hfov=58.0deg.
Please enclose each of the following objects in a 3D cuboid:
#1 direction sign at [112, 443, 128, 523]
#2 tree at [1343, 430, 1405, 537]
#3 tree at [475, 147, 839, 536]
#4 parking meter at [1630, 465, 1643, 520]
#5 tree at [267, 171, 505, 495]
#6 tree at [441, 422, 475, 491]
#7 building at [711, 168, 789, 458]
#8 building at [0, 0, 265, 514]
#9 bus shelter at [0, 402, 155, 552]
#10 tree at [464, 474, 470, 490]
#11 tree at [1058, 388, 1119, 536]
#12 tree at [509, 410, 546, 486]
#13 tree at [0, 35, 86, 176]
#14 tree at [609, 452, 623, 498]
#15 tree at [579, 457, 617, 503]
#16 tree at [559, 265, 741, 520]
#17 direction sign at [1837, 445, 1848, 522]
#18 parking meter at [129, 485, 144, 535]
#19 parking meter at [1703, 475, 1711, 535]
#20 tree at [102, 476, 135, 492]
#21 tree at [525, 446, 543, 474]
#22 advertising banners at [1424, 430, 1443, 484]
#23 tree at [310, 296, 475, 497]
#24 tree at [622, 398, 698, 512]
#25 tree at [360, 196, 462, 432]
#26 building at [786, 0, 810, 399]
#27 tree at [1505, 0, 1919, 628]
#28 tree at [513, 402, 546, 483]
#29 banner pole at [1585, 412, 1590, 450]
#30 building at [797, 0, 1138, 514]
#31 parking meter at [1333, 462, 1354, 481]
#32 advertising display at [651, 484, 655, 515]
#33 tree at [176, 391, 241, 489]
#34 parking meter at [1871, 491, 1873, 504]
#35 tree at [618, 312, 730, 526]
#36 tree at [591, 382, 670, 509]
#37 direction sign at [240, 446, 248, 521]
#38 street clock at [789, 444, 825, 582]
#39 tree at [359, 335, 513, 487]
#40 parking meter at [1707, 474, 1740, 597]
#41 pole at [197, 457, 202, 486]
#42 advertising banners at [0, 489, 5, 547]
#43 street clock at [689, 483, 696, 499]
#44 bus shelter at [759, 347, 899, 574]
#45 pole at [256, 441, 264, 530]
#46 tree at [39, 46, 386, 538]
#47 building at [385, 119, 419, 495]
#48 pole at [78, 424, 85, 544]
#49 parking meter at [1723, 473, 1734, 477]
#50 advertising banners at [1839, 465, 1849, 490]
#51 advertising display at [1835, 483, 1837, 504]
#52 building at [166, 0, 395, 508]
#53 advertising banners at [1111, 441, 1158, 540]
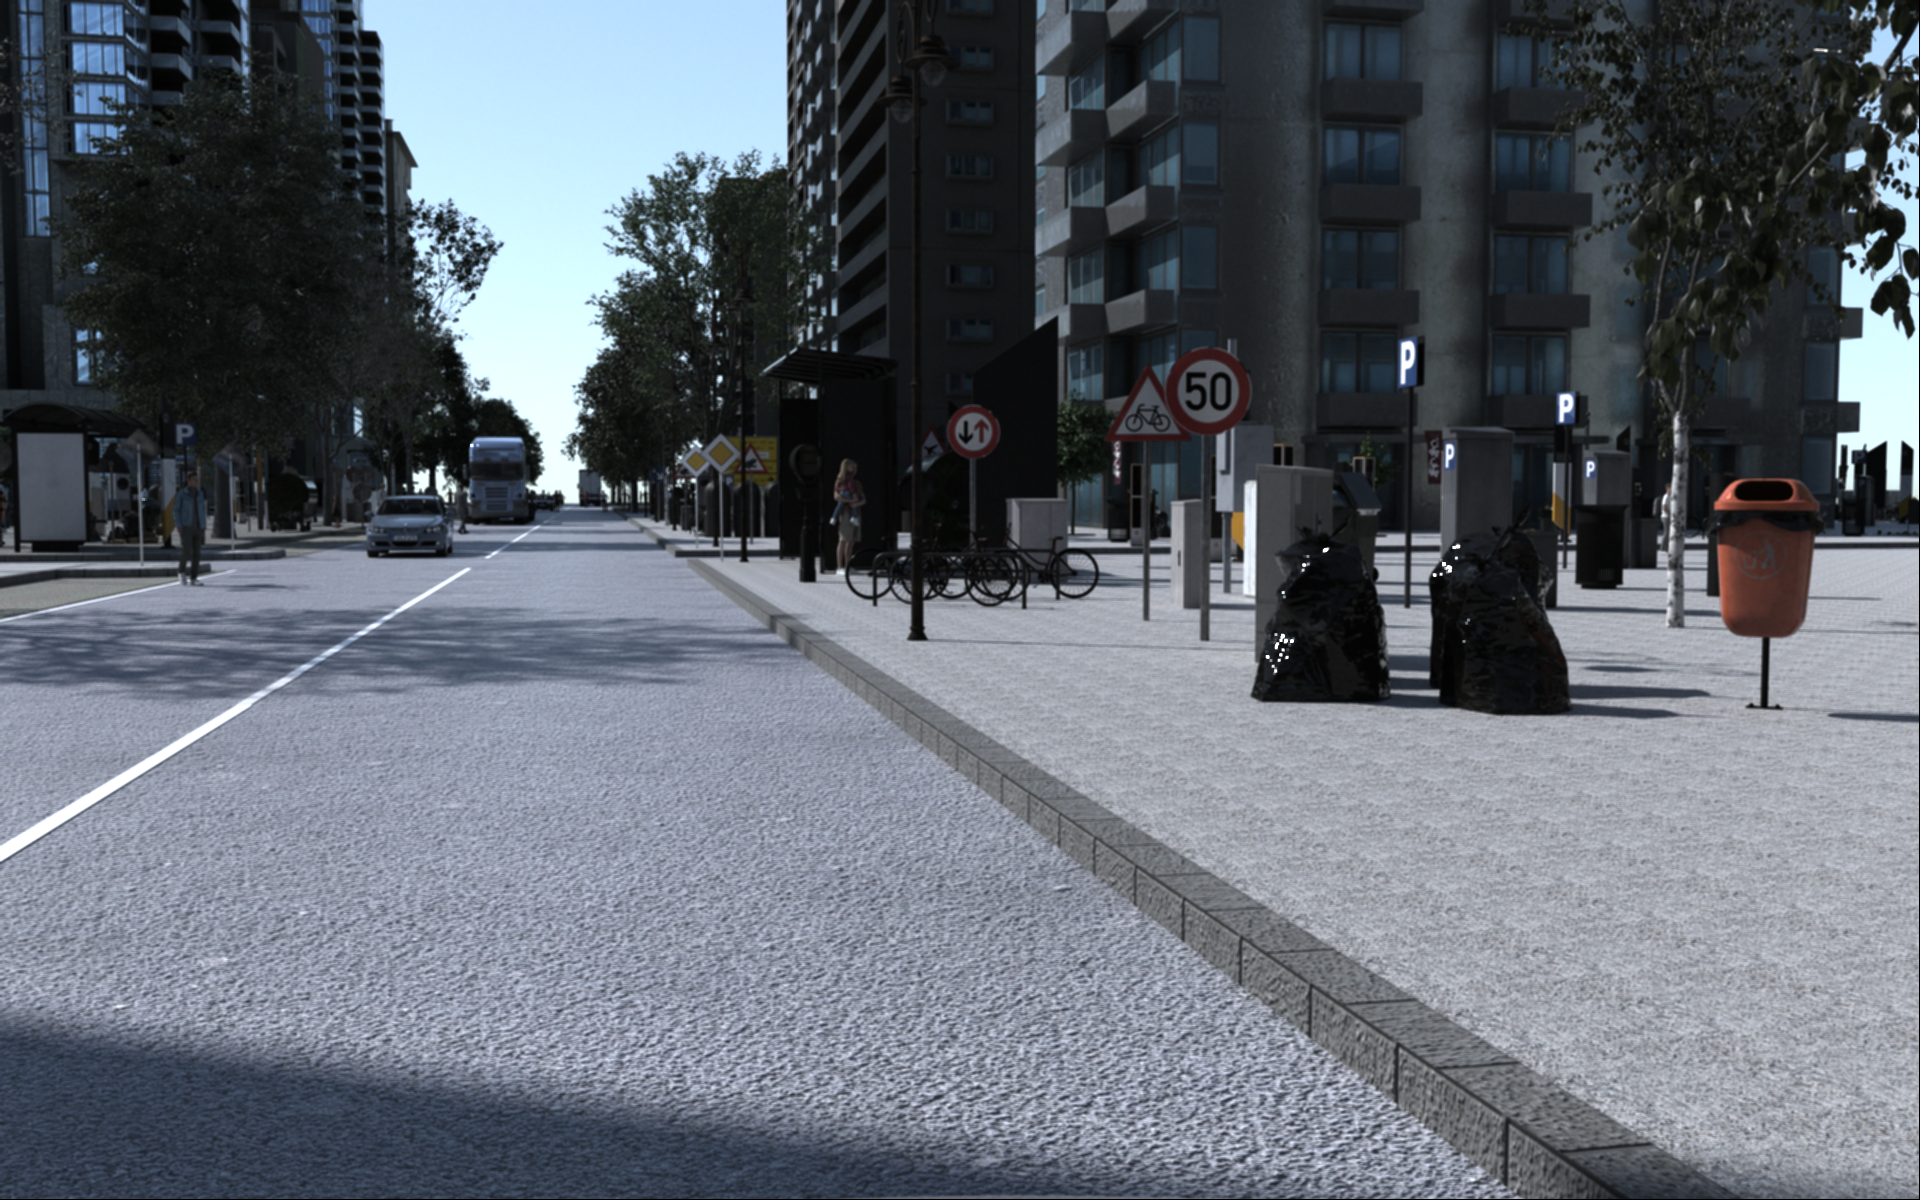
[{"bbox_3d":[-37.403,-5.206,77.119,0.379,3.537,0.876,2,4,25],"label":"direction sign"},{"bbox_3d":[12.284,-3.530,52.321,1.663,3.219,1.824,0,3,0],"label":"tree"},{"bbox_3d":[-7.490,-7.750,52.474,9.928,11.665,9.643,0,3,0],"label":"tree"},{"bbox_3d":[12.529,-1.633,32.413,0.255,1.863,0.399,-2,4,-31],"label":"parking meter"},{"bbox_3d":[-33.977,-15.122,103.125,12.611,20.169,13.585,0,3,0],"label":"tree"},{"bbox_3d":[-42.079,-11.852,144.146,4.360,8.622,3.978,0,3,0],"label":"tree"},{"bbox_3d":[-22.433,-35.633,237.230,22.147,44.769,28.867,-1,4,-12],"label":"building"},{"bbox_3d":[-61.403,-49.369,119.853,22.319,86.520,31.000,-1,4,-12],"label":"building"},{"bbox_3d":[-20.615,-2.859,40.666,2.014,3.302,5.546,-1,4,-12],"label":"bus shelter"},{"bbox_3d":[-43.291,-10.454,154.633,4.285,4.588,4.351,0,3,0],"label":"tree"},{"bbox_3d":[3.427,-4.272,53.561,4.285,4.588,4.351,0,3,0],"label":"tree"},{"bbox_3d":[-58.918,-18.606,222.339,7.486,12.596,7.792,0,3,0],"label":"tree"},{"bbox_3d":[-15.357,-6.685,19.666,12.009,13.543,11.850,0,3,0],"label":"tree"},{"bbox_3d":[-24.143,-10.799,126.920,4.737,8.622,4.395,0,3,0],"label":"tree"},{"bbox_3d":[-52.172,-21.467,261.354,12.009,13.543,11.850,0,3,0],"label":"tree"},{"bbox_3d":[-15.039,-10.336,85.995,9.611,12.733,9.660,0,3,0],"label":"tree"},{"bbox_3d":[40.675,-5.367,79.755,0.379,3.537,0.876,3,5,42],"label":"direction sign"},{"bbox_3d":[-23.602,-2.522,49.640,0.372,1.533,0.369,0,3,0],"label":"parking meter"},{"bbox_3d":[23.394,-2.965,54.187,0.255,1.863,0.399,1,4,23],"label":"parking meter"},{"bbox_3d":[-48.673,-6.436,99.826,1.663,3.219,1.824,0,3,0],"label":"tree"},{"bbox_3d":[-61.185,-18.475,236.482,7.601,10.594,8.767,1,4,13],"label":"tree"},{"bbox_3d":[13.777,-3.145,47.607,2.074,3.025,0.090,0,4,2],"label":"advertising banners"},{"bbox_3d":[-30.513,-10.160,91.870,9.928,11.665,9.643,0,3,0],"label":"tree"},{"bbox_3d":[-17.582,-9.363,103.441,4.737,8.622,4.395,0,3,0],"label":"tree"},{"bbox_3d":[-25.113,-9.683,68.684,12.009,13.543,11.850,0,3,0],"label":"tree"},{"bbox_3d":[-7.718,-44.683,168.817,20.563,71.187,20.611,-1,4,-12],"label":"building"},{"bbox_3d":[7.115,-4.038,16.391,4.360,8.622,3.978,0,3,0],"label":"tree"},{"bbox_3d":[-53.395,-17.396,201.432,9.611,12.733,9.660,0,3,0],"label":"tree"},{"bbox_3d":[19.057,-3.836,52.731,0.401,3.779,0.863,2,4,27],"label":"banner pole"},{"bbox_3d":[-1.514,-32.091,144.293,23.786,49.044,30.456,-1,4,-12],"label":"building"},{"bbox_3d":[7.007,-1.588,31.677,0.255,1.863,0.399,3,4,37],"label":"parking meter"},{"bbox_3d":[-18.835,-6.244,107.305,0.123,1.923,0.974,1,4,18],"label":"advertising display"},{"bbox_3d":[-42.794,-9.015,97.754,4.737,8.622,4.395,0,3,0],"label":"tree"},{"bbox_3d":[40.541,-4.387,77.445,0.255,1.863,0.399,-3,4,-36],"label":"parking meter"},{"bbox_3d":[-11.637,-7.309,69.872,4.360,8.622,3.978,0,3,0],"label":"tree"},{"bbox_3d":[-33.999,-15.878,177.726,7.486,12.596,7.792,0,3,0],"label":"tree"},{"bbox_3d":[-34.093,-5.531,82.430,0.379,3.537,0.876,-1,4,-11],"label":"direction sign"},{"bbox_3d":[-2.223,-1.264,25.234,0.471,2.002,0.358,-2,4,-25],"label":"street clock"},{"bbox_3d":[-36.823,-12.448,120.539,9.611,12.733,9.660,0,3,0],"label":"tree"},{"bbox_3d":[9.584,-0.813,21.711,0.372,1.533,0.369,0,3,0],"label":"parking meter"},{"bbox_3d":[-37.196,-5.558,84.718,0.158,3.312,0.155,0,3,0],"label":"pole"},{"bbox_3d":[-23.273,-2.760,41.309,0.090,3.025,2.074,-1,4,-9],"label":"advertising banners"},{"bbox_3d":[-17.176,-6.543,111.552,0.471,2.002,0.358,1,4,11],"label":"street clock"},{"bbox_3d":[-2.401,-2.423,30.900,1.731,3.624,6.357,-1,4,-12],"label":"bus shelter"},{"bbox_3d":[-25.124,-4.178,62.153,0.158,3.312,0.155,0,3,0],"label":"pole"},{"bbox_3d":[-21.651,-8.794,50.441,9.857,13.997,8.962,0,3,0],"label":"tree"},{"bbox_3d":[-92.057,-40.068,244.353,28.713,52.752,27.495,-1,4,-12],"label":"building"},{"bbox_3d":[-22.621,-3.094,44.428,0.158,3.312,0.155,0,3,0],"label":"pole"},{"bbox_3d":[20.779,-2.518,46.876,0.255,1.863,0.399,2,4,25],"label":"parking meter"},{"bbox_3d":[53.366,-6.739,106.370,2.074,3.025,0.090,1,4,22],"label":"advertising banners"},{"bbox_3d":[45.786,-5.275,91.454,0.974,1.923,0.123,0,4,-8],"label":"advertising display"},{"bbox_3d":[-82.451,-55.220,215.514,22.319,86.520,31.000,-1,4,-12],"label":"building"},{"bbox_3d":[4.890,-3.223,48.887,0.090,3.025,2.074,-2,4,-33],"label":"advertising banners"}]
